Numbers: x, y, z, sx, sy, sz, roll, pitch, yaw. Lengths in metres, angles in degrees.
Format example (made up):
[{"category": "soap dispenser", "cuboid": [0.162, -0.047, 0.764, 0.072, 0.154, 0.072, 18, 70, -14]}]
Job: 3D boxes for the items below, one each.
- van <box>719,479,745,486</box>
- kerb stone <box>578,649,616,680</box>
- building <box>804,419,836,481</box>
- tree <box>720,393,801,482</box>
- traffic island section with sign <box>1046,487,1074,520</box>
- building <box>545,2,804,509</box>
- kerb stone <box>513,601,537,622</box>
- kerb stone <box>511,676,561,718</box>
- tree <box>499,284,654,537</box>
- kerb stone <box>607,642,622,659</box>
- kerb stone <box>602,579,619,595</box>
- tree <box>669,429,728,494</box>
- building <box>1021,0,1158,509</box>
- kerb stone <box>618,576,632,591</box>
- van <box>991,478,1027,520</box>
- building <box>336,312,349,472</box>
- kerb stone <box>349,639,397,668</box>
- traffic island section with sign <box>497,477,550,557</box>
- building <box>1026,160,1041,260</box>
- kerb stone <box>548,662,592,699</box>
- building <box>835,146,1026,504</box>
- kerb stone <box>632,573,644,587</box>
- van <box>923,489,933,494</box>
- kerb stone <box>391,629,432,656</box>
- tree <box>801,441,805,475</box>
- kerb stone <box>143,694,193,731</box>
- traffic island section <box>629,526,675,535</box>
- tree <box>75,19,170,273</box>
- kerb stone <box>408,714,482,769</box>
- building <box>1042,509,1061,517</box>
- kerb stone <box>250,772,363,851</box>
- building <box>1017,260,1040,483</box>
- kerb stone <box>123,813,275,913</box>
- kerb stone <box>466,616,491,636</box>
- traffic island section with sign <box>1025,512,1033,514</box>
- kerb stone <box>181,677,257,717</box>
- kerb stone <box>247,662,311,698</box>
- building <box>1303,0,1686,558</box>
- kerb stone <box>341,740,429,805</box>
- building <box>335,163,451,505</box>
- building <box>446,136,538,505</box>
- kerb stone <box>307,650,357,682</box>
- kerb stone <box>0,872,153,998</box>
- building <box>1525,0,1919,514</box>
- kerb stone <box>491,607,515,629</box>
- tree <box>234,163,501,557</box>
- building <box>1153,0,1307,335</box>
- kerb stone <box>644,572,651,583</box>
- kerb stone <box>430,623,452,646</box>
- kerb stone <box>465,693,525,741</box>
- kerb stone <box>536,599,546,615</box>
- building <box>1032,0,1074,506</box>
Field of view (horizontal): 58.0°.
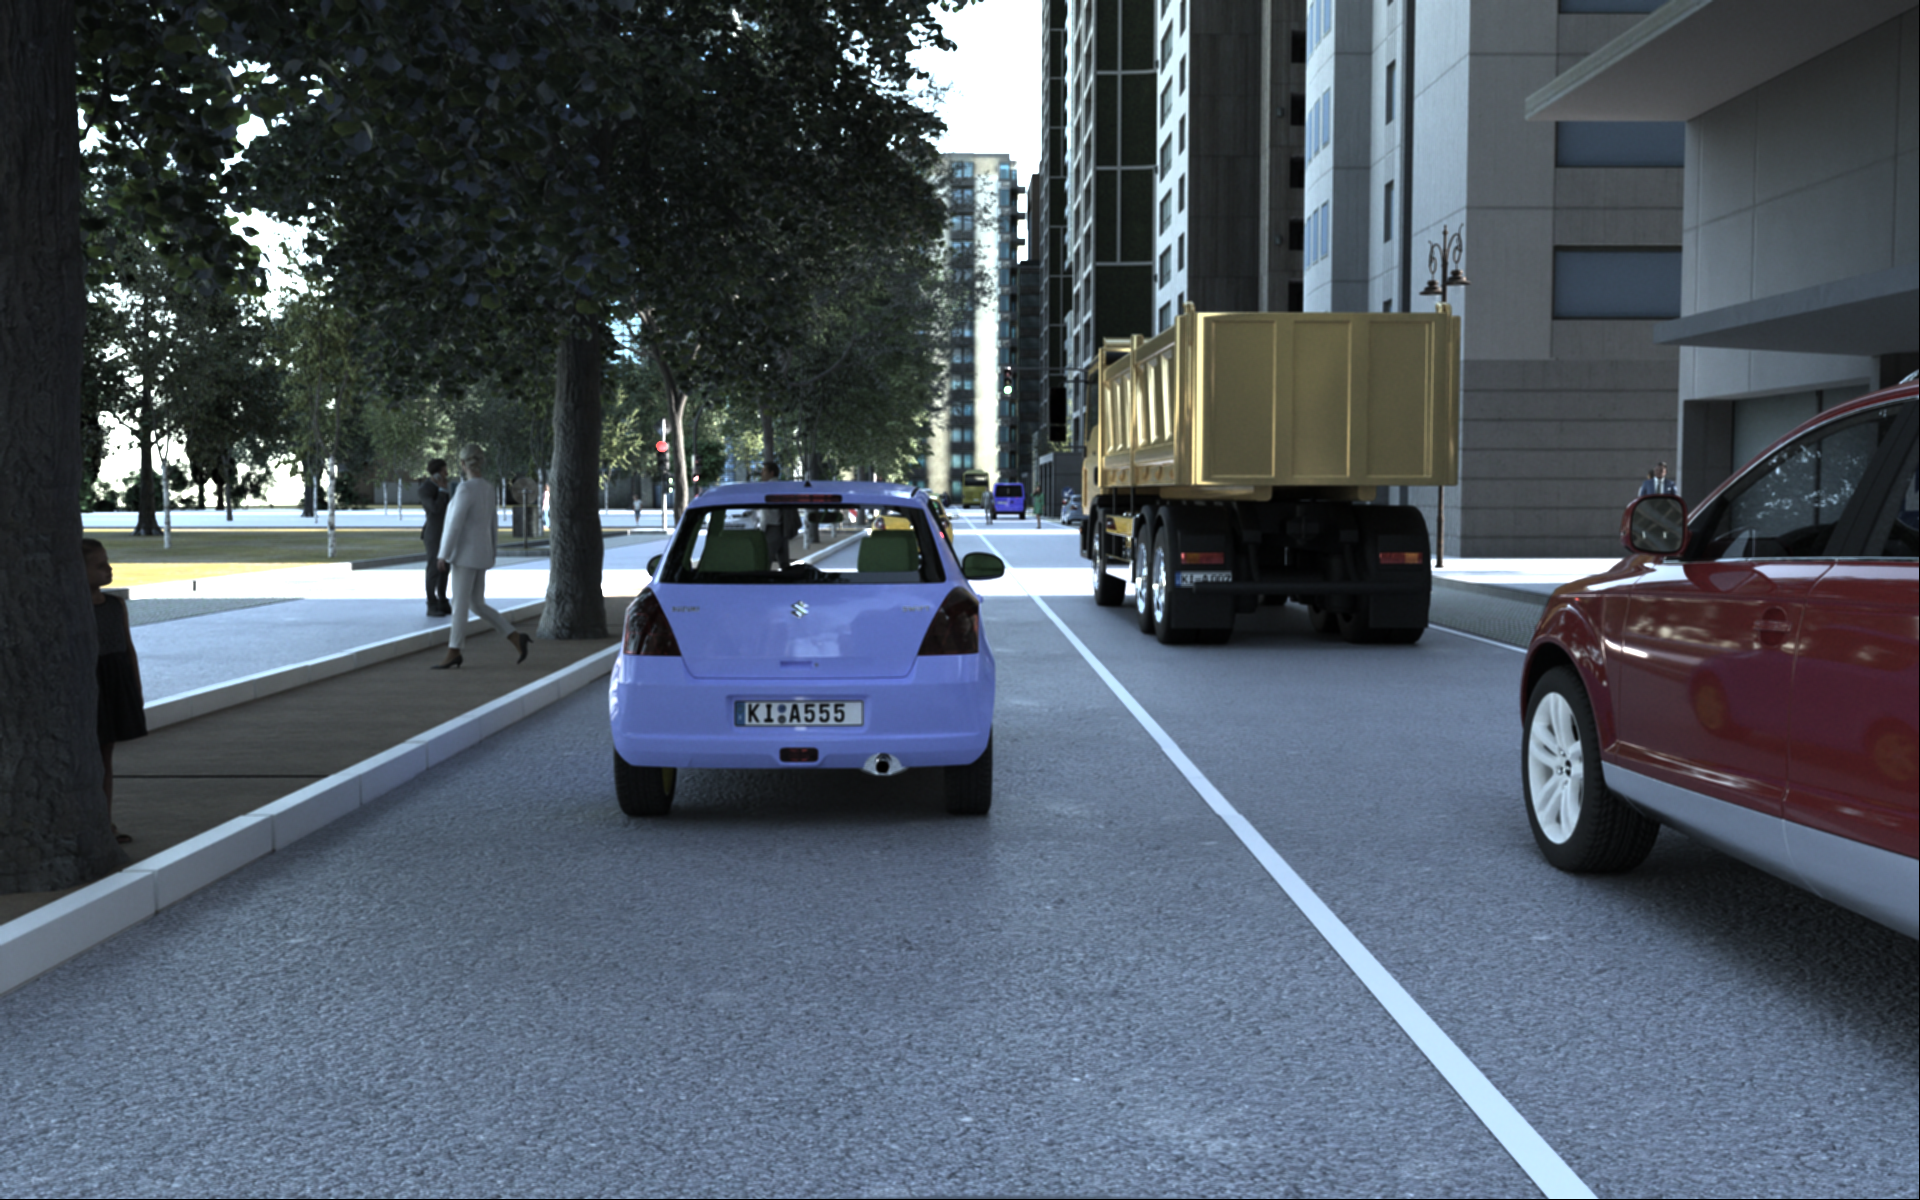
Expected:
[{"category": "van", "cuboid": [-7.611, -3.181, 59.024, 2.013, 2.044, 4.112, 0, 4, -1]}, {"category": "kerb stone", "cuboid": [-2.871, 0.527, 13.580, 0.120, 0.150, 1.000, 0, 4, -1]}, {"category": "building", "cuboid": [-26.677, -31.365, 204.706, 23.993, 40.220, 32.217, 0, 4, -1]}, {"category": "tree", "cuboid": [-14.171, -10.184, 116.868, 4.737, 8.622, 4.395, 0, 3, 0]}, {"category": "traffic island section with sign", "cuboid": [5.762, -5.293, 95.160, 1.989, 1.847, 2.006, 0, 4, -1]}, {"category": "building", "cuboid": [-25.324, -51.797, 159.559, 22.319, 86.520, 31.000, 0, 4, -1]}, {"category": "kerb stone", "cuboid": [-5.017, 0.152, 19.713, 0.120, 0.150, 1.000, 0, 4, -1]}, {"category": "kerb stone", "cuboid": [-2.847, 0.652, 11.535, 0.120, 0.150, 1.000, 0, 4, -1]}, {"category": "tree", "cuboid": [-12.415, -6.214, 51.957, 4.737, 8.622, 4.395, 0, 3, 0]}, {"category": "kerb stone", "cuboid": [-2.877, 0.464, 14.602, 0.120, 0.150, 1.000, 0, 4, -1]}, {"category": "kerb stone", "cuboid": [-5.075, -0.161, 24.831, 0.120, 0.150, 1.000, 0, 4, -1]}, {"category": "tree", "cuboid": [-13.328, -6.356, 87.631, 4.285, 4.588, 4.351, 0, 3, 0]}, {"category": "building", "cuboid": [17.668, -46.336, 195.842, 20.563, 71.187, 20.611, 0, 4, -1]}, {"category": "kerb stone", "cuboid": [-5.081, -0.224, 25.854, 0.120, 0.150, 1.000, 0, 4, -1]}, {"category": "van", "cuboid": [2.752, -5.781, 98.899, 2.240, 2.365, 5.245, 0, 4, 1]}, {"category": "building", "cuboid": [-76.868, -28.398, 236.001, 14.107, 30.474, 14.160, 0, 4, -1]}, {"category": "kerb stone", "cuboid": [-4.982, 0.465, 14.594, 0.120, 0.150, 1.000, 0, 4, -1]}, {"category": "traffic island section with sign", "cuboid": [-10.150, -1.929, 40.169, 1.989, 1.847, 2.006, 0, 4, -1]}, {"category": "building", "cuboid": [16.439, -35.796, 235.370, 14.200, 45.320, 14.600, 0, 4, -1]}, {"category": "kerb stone", "cuboid": [-2.853, 0.589, 12.558, 0.120, 0.150, 1.000, 0, 4, -1]}, {"category": "building", "cuboid": [-6.289, -37.955, 240.168, 30.456, 49.044, 23.786, 0, 4, -1]}, {"category": "kerb stone", "cuboid": [-5.085, -0.284, 26.876, 0.120, 0.150, 1.000, 0, 4, -1]}, {"category": "van", "cuboid": [-2.886, -8.137, 140.058, 2.013, 2.044, 4.112, 0, 4, -1]}, {"category": "kerb stone", "cuboid": [-4.992, 0.402, 15.620, 0.120, 0.150, 1.000, 0, 4, -1]}, {"category": "tree", "cuboid": [-14.275, -11.841, 143.966, 4.737, 8.622, 4.395, 0, 3, 0]}, {"category": "kerb stone", "cuboid": [-4.938, 0.716, 10.488, 0.120, 0.150, 1.000, 0, 4, -1]}, {"category": "traffic island section", "cuboid": [-10.683, -2.455, 62.427, 2.009, 0.180, 2.903, 0, 4, -1]}, {"category": "tree", "cuboid": [-12.733, -5.752, 19.807, 9.928, 11.665, 9.643, 0, 3, 0]}, {"category": "kerb stone", "cuboid": [-2.826, 0.777, 9.489, 0.120, 0.150, 1.000, 0, 4, -1]}, {"category": "building", "cuboid": [15.567, -40.672, 103.244, 20.563, 71.187, 20.611, 0, 4, -1]}, {"category": "kerb stone", "cuboid": [-2.806, 0.904, 7.438, 0.120, 0.150, 1.000, 0, 4, -1]}, {"category": "building", "cuboid": [14.053, -27.075, 214.379, 14.160, 30.474, 14.107, 0, 4, -1]}, {"category": "kerb stone", "cuboid": [-2.803, 0.965, 6.413, 0.120, 0.150, 1.000, 0, 4, -1]}, {"category": "kerb stone", "cuboid": [-5.004, 0.277, 17.664, 0.120, 0.150, 1.000, 0, 4, -1]}, {"category": "traffic island section with sign", "cuboid": [5.517, -6.941, 122.114, 1.989, 1.847, 2.006, 0, 4, -1]}, {"category": "kerb stone", "cuboid": [-4.952, 0.653, 11.512, 0.120, 0.150, 1.000, 0, 4, -1]}, {"category": "kerb stone", "cuboid": [-4.959, 0.591, 12.534, 0.120, 0.150, 1.000, 0, 4, -1]}, {"category": "building", "cuboid": [20.428, -30.896, 47.142, 21.231, 58.520, 28.212, 0, 4, -1]}, {"category": "kerb stone", "cuboid": [-2.816, 0.844, 8.460, 0.120, 0.150, 1.000, 0, 4, -1]}, {"category": "building", "cuboid": [-67.607, -34.469, 213.684, 14.200, 45.320, 14.600, 0, 4, -1]}, {"category": "building", "cuboid": [-49.527, -35.863, 210.065, 21.600, 48.544, 21.300, 0, 4, -1]}, {"category": "kerb stone", "cuboid": [-4.970, 0.535, 13.563, 0.120, 0.150, 1.000, 0, 4, -1]}, {"category": "kerb stone", "cuboid": [-2.791, 1.028, 5.381, 0.120, 0.150, 1.000, 0, 4, -1]}, {"category": "building", "cuboid": [21.603, -25.829, 11.541, 28.713, 52.752, 27.495, 0, 4, -1]}, {"category": "kerb stone", "cuboid": [-5.016, 0.215, 18.691, 0.120, 0.150, 1.000, 0, 4, -1]}, {"category": "tree", "cuboid": [-12.701, -5.186, 35.157, 4.737, 8.622, 4.395, 0, 3, 0]}, {"category": "building", "cuboid": [16.437, -18.679, 77.103, 14.107, 30.474, 14.160, 0, 4, -1]}, {"category": "kerb stone", "cuboid": [-5.100, -0.349, 27.898, 0.120, 0.150, 1.000, 0, 4, -1]}, {"category": "kerb stone", "cuboid": [-4.995, 0.340, 16.642, 0.120, 0.150, 1.000, 0, 4, -1]}, {"category": "kerb stone", "cuboid": [-2.837, 0.714, 10.514, 0.120, 0.150, 1.000, 0, 4, -1]}, {"category": "kerb stone", "cuboid": [-5.031, 0.089, 20.736, 0.120, 0.150, 1.000, 0, 4, -1]}, {"category": "building", "cuboid": [19.125, -52.413, 169.629, 22.319, 86.520, 31.000, 0, 4, -1]}]
